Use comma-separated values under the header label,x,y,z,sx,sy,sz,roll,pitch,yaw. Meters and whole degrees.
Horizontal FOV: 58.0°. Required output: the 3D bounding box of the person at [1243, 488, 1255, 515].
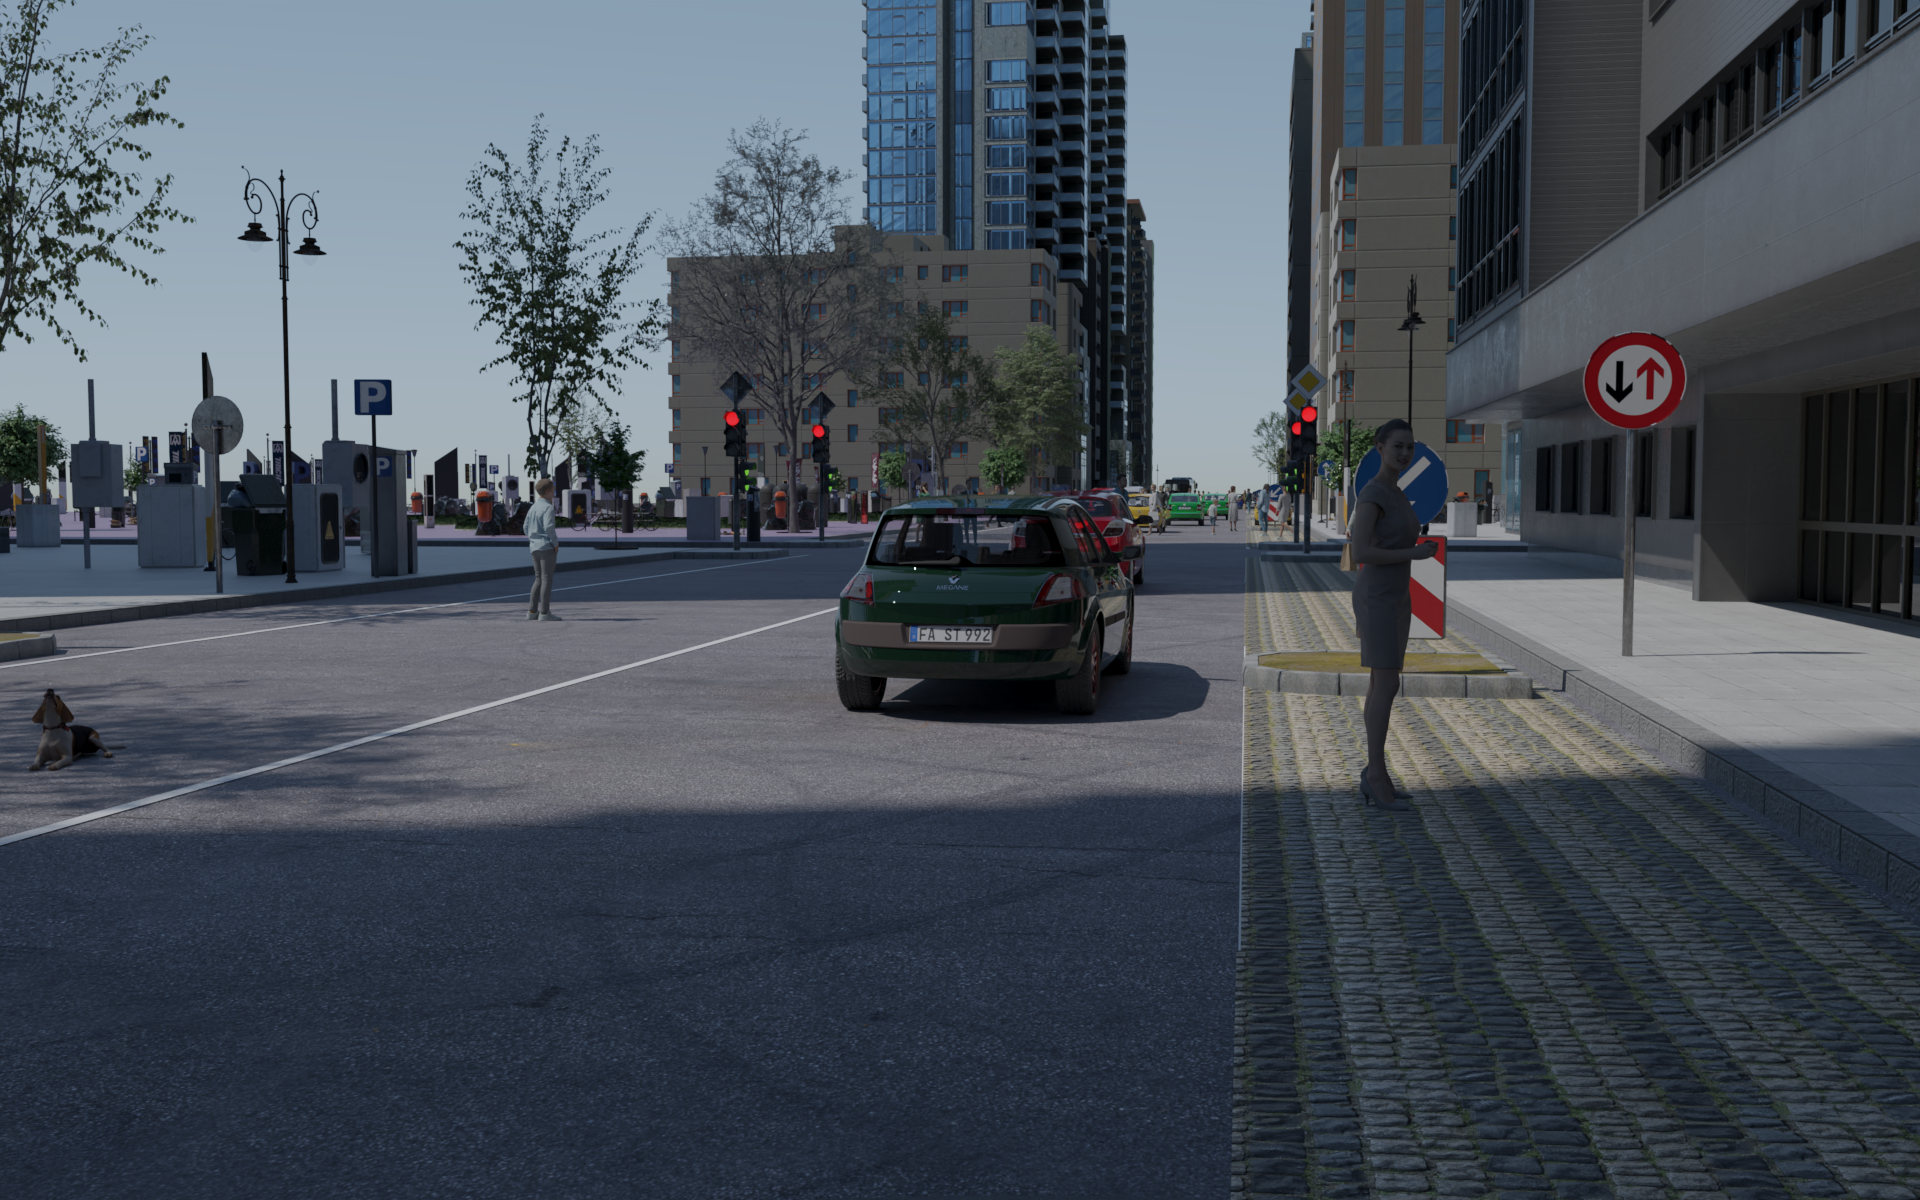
label,x,y,z,sx,sy,sz,roll,pitch,yaw
person,19.801,-6.756,118.952,0.794,1.824,0.713,-1,4,-16

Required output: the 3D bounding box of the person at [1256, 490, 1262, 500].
label,x,y,z,sx,sy,sz,roll,pitch,yaw
person,23.904,-7.853,137.680,0.721,1.735,1.217,-1,4,-21

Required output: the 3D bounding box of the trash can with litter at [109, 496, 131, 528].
label,x,y,z,sx,sy,sz,roll,pitch,yaw
trash can with litter,-31.954,-3.328,65.795,0.624,1.170,1.055,-1,4,-18

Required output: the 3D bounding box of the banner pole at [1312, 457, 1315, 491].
label,x,y,z,sx,sy,sz,roll,pitch,yaw
banner pole,23.862,-7.738,116.534,0.401,3.779,0.863,-3,4,-36

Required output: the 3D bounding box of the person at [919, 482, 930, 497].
label,x,y,z,sx,sy,sz,roll,pitch,yaw
person,-1.062,-2.593,51.139,0.529,1.795,0.600,1,4,12

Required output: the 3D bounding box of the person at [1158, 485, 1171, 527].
label,x,y,z,sx,sy,sz,roll,pitch,yaw
person,8.467,-4.006,74.218,0.699,1.804,1.509,-1,4,-18

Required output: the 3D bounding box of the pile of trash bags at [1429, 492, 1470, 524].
label,x,y,z,sx,sy,sz,roll,pitch,yaw
pile of trash bags,21.319,-4.073,76.345,3.447,1.369,1.912,-3,5,-40

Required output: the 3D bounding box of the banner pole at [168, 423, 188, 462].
label,x,y,z,sx,sy,sz,roll,pitch,yaw
banner pole,-27.385,-4.334,60.871,0.863,3.779,0.401,0,4,2

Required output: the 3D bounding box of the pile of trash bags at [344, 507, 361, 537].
label,x,y,z,sx,sy,sz,roll,pitch,yaw
pile of trash bags,-19.441,-2.614,52.487,3.447,1.369,1.912,3,5,43

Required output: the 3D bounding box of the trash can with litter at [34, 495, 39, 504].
label,x,y,z,sx,sy,sz,roll,pitch,yaw
trash can with litter,-59.386,-6.022,109.517,2.233,1.210,1.678,1,4,9

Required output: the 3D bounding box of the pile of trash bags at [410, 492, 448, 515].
label,x,y,z,sx,sy,sz,roll,pitch,yaw
pile of trash bags,-23.668,-4.192,78.292,1.912,1.369,3.447,1,4,18

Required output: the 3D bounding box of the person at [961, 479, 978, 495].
label,x,y,z,sx,sy,sz,roll,pitch,yaw
person,0.306,-2.403,47.566,0.659,1.850,0.755,-1,4,-9

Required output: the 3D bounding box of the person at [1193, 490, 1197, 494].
label,x,y,z,sx,sy,sz,roll,pitch,yaw
person,20.880,-8.876,153.629,0.705,1.823,1.348,0,4,-6

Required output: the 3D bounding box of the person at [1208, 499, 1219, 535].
label,x,y,z,sx,sy,sz,roll,pitch,yaw
person,8.905,-2.919,60.916,0.352,1.250,0.332,-1,4,-11

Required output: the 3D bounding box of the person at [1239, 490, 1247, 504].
label,x,y,z,sx,sy,sz,roll,pitch,yaw
person,26.045,-9.156,158.287,1.348,1.812,0.705,-2,4,-25

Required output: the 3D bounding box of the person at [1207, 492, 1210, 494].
label,x,y,z,sx,sy,sz,roll,pitch,yaw
person,22.991,-9.149,159.554,0.593,1.643,0.415,-2,4,-35

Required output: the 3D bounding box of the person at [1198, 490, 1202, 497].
label,x,y,z,sx,sy,sz,roll,pitch,yaw
person,19.825,-8.266,144.364,0.721,1.735,1.217,-3,4,-36

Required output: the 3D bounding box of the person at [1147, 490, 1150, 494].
label,x,y,z,sx,sy,sz,roll,pitch,yaw
person,16.455,-8.712,150.958,0.705,1.821,1.348,-1,4,-17

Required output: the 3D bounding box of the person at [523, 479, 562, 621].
label,x,y,z,sx,sy,sz,roll,pitch,yaw
person,-4.693,-0.566,19.569,0.330,1.601,0.589,-2,4,-34

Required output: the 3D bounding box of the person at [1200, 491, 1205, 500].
label,x,y,z,sx,sy,sz,roll,pitch,yaw
person,21.879,-9.004,156.423,0.721,1.736,1.217,-1,4,-14

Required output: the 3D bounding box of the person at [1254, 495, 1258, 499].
label,x,y,z,sx,sy,sz,roll,pitch,yaw
person,27.857,-9.320,161.664,1.217,1.735,0.721,3,4,37

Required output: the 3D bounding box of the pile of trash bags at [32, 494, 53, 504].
label,x,y,z,sx,sy,sz,roll,pitch,yaw
pile of trash bags,-62.689,-6.569,117.147,1.912,1.369,3.447,1,4,10

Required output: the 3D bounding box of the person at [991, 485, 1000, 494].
label,x,y,z,sx,sy,sz,roll,pitch,yaw
person,1.501,-4.043,74.517,0.836,1.842,0.656,0,4,8

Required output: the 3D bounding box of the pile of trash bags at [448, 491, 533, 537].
label,x,y,z,sx,sy,sz,roll,pitch,yaw
pile of trash bags,-14.137,-2.676,53.511,1.912,1.369,3.447,0,4,5

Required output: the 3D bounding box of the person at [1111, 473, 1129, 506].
label,x,y,z,sx,sy,sz,roll,pitch,yaw
person,2.965,-1.476,32.652,0.620,1.820,0.660,2,4,34

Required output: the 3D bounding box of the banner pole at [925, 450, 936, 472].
label,x,y,z,sx,sy,sz,roll,pitch,yaw
banner pole,-1.774,-6.649,98.725,0.863,3.779,0.401,1,4,14

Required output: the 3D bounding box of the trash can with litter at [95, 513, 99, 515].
label,x,y,z,sx,sy,sz,roll,pitch,yaw
trash can with litter,-52.524,-5.717,104.525,1.678,1.210,2.233,-3,5,-39

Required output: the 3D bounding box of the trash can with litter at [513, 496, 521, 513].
label,x,y,z,sx,sy,sz,roll,pitch,yaw
trash can with litter,-28.167,-6.029,109.960,0.624,1.170,1.055,-1,4,-16

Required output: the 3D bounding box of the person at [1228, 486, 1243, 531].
label,x,y,z,sx,sy,sz,roll,pitch,yaw
person,10.609,-3.530,66.791,0.480,1.755,0.524,3,5,41

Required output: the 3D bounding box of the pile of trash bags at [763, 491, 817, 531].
label,x,y,z,sx,sy,sz,roll,pitch,yaw
pile of trash bags,-6.116,-3.163,61.470,1.912,1.369,3.447,0,4,3

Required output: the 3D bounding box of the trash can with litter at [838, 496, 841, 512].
label,x,y,z,sx,sy,sz,roll,pitch,yaw
trash can with litter,-6.149,-4.909,91.316,1.678,1.210,2.233,3,5,40

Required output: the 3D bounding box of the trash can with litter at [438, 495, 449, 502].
label,x,y,z,sx,sy,sz,roll,pitch,yaw
trash can with litter,-25.679,-4.671,87.422,2.233,1.210,1.678,-1,4,-11

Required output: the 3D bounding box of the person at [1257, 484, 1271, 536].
label,x,y,z,sx,sy,sz,roll,pitch,yaw
person,10.396,-3.082,59.152,0.793,1.790,0.793,1,4,12

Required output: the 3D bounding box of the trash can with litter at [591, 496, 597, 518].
label,x,y,z,sx,sy,sz,roll,pitch,yaw
trash can with litter,-19.533,-4.843,90.571,0.624,1.170,1.055,3,4,38

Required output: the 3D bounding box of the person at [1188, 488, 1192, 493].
label,x,y,z,sx,sy,sz,roll,pitch,yaw
person,14.105,-5.934,105.795,0.520,1.790,0.573,3,4,39

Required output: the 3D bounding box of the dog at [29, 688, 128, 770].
label,x,y,z,sx,sy,sz,roll,pitch,yaw
dog,-4.738,0.663,9.348,0.550,0.427,0.748,3,4,36

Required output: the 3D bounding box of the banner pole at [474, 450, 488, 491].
label,x,y,z,sx,sy,sz,roll,pitch,yaw
banner pole,-27.020,-6.577,97.554,0.863,3.779,0.401,-2,4,-24

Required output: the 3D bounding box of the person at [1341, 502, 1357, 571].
label,x,y,z,sx,sy,sz,roll,pitch,yaw
person,5.695,-0.930,24.192,0.515,1.767,0.782,-3,4,-36

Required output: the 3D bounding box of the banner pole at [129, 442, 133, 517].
label,x,y,z,sx,sy,sz,roll,pitch,yaw
banner pole,-39.408,-5.650,82.398,0.401,3.779,0.863,-2,4,-28

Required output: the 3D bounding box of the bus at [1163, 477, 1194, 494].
label,x,y,z,sx,sy,sz,roll,pitch,yaw
bus,23.248,-11.523,183.268,2.948,3.499,13.247,1,4,10

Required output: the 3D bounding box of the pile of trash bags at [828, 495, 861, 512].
label,x,y,z,sx,sy,sz,roll,pitch,yaw
pile of trash bags,-7.158,-5.473,99.235,3.447,1.369,1.912,3,5,41

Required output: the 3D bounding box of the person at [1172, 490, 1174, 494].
label,x,y,z,sx,sy,sz,roll,pitch,yaw
person,16.170,-7.535,132.235,0.617,1.759,0.750,-2,4,-28

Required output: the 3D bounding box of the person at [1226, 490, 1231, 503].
label,x,y,z,sx,sy,sz,roll,pitch,yaw
person,20.643,-7.566,132.751,0.990,1.755,0.434,1,4,15

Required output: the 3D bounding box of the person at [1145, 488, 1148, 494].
label,x,y,z,sx,sy,sz,roll,pitch,yaw
person,12.151,-6.380,112.922,0.767,1.812,0.694,-1,4,-15

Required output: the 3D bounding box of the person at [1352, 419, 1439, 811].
label,x,y,z,sx,sy,sz,roll,pitch,yaw
person,2.011,0.049,8.046,0.374,1.781,0.599,2,4,32

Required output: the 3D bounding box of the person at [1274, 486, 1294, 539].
label,x,y,z,sx,sy,sz,roll,pitch,yaw
person,10.209,-2.752,54.250,0.760,1.731,0.466,2,4,27

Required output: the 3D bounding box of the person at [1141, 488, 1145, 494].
label,x,y,z,sx,sy,sz,roll,pitch,yaw
person,8.913,-4.619,84.766,0.760,1.731,0.466,-1,4,-9

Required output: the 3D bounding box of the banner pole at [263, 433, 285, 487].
label,x,y,z,sx,sy,sz,roll,pitch,yaw
banner pole,-28.177,-4.965,71.198,0.863,3.779,0.401,-2,4,-31

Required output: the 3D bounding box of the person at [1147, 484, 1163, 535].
label,x,y,z,sx,sy,sz,roll,pitch,yaw
person,6.748,-3.127,59.972,0.624,1.780,0.694,0,4,7

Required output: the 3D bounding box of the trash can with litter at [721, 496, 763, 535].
label,x,y,z,sx,sy,sz,roll,pitch,yaw
trash can with litter,-7.110,-2.680,54.867,1.678,1.210,2.233,-1,4,-8

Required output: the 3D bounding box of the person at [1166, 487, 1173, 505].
label,x,y,z,sx,sy,sz,roll,pitch,yaw
person,12.094,-5.635,100.405,0.659,1.850,0.755,2,4,26

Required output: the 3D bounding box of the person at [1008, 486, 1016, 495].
label,x,y,z,sx,sy,sz,roll,pitch,yaw
person,2.578,-4.678,85.106,0.853,1.813,0.709,-3,4,-38

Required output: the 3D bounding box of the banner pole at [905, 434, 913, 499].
label,x,y,z,sx,sy,sz,roll,pitch,yaw
banner pole,-2.103,-5.012,71.958,0.401,3.779,0.863,1,4,20

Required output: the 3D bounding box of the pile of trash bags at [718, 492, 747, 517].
label,x,y,z,sx,sy,sz,roll,pitch,yaw
pile of trash bags,-11.914,-5.276,96.021,3.447,1.369,1.912,1,4,22

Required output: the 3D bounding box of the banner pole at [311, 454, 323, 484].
label,x,y,z,sx,sy,sz,roll,pitch,yaw
banner pole,-40.287,-7.239,108.368,0.863,3.779,0.401,-2,4,-32

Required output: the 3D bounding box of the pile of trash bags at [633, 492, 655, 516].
label,x,y,z,sx,sy,sz,roll,pitch,yaw
pile of trash bags,-17.154,-5.073,92.695,1.912,1.369,3.447,0,4,-1
